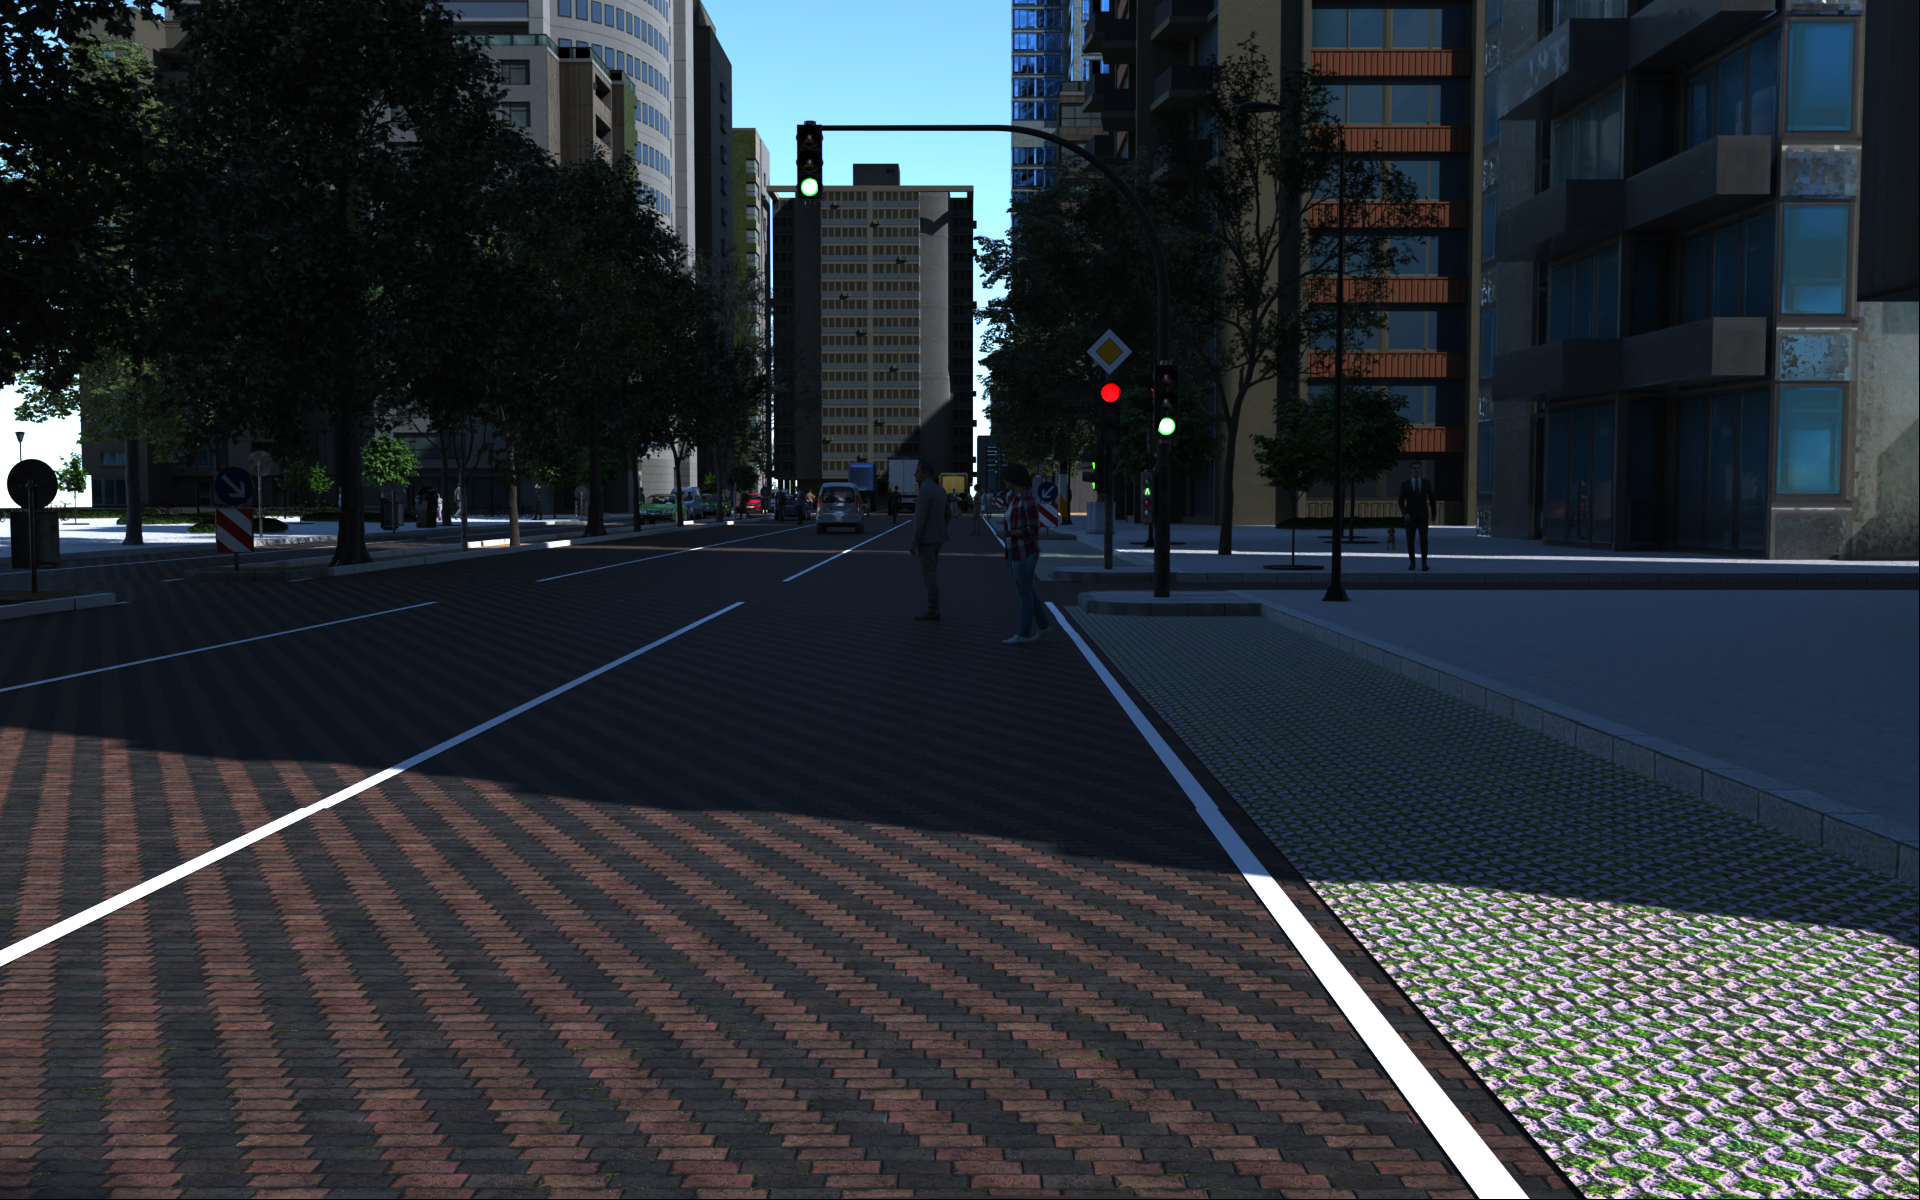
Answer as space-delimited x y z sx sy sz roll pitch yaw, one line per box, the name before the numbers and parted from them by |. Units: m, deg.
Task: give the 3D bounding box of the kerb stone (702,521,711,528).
kerb stone | -10.846 -3.152 73.729 0.120 0.150 1.000 0 4 0

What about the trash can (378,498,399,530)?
trash can | -20.302 -3.056 61.612 0.748 1.137 0.748 0 3 0

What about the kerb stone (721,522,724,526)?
kerb stone | -10.830 -3.404 77.842 0.120 0.150 1.000 0 4 0

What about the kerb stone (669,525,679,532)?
kerb stone | -10.875 -2.649 65.534 0.120 0.150 1.000 0 4 0

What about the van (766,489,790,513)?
van | -14.028 -7.770 134.050 2.013 2.044 4.112 0 4 0

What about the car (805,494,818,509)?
car | -14.667 -9.773 168.821 2.155 1.783 4.494 0 4 0

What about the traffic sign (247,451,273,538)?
traffic sign | -20.374 -3.077 50.418 0.768 2.556 0.104 0 4 4

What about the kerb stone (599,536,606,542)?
kerb stone | -10.909 -1.836 52.217 0.120 0.150 1.000 0 4 0

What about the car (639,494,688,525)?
car | -14.096 -4.308 82.233 2.131 1.459 4.920 0 4 0

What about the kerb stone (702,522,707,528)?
kerb stone | -10.851 -3.089 72.700 0.120 0.150 1.000 0 4 0

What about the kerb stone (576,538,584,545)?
kerb stone | -10.911 -1.648 49.139 0.120 0.150 1.000 0 4 0

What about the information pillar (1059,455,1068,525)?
information pillar | 4.272 -4.917 71.752 0.183 3.616 0.504 3 5 42

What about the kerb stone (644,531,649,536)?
kerb stone | -10.886 -2.272 59.383 0.120 0.150 1.000 0 4 0

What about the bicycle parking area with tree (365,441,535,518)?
bicycle parking area with tree | -27.749 -6.608 95.043 8.231 4.147 9.016 -3 5 -40

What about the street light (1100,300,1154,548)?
street light | 4.054 -4.220 41.546 1.470 5.913 1.316 0 4 0

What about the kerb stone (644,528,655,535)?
kerb stone | -10.883 -2.333 60.406 0.120 0.150 1.000 0 4 0

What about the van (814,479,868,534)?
van | -4.422 -3.497 64.183 2.013 2.044 4.112 0 4 -1

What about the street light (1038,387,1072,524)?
street light | 4.062 -6.145 73.006 1.470 5.913 1.316 0 4 0

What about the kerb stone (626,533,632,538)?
kerb stone | -10.903 -2.087 56.315 0.120 0.150 1.000 0 4 0

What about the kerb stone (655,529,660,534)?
kerb stone | -10.881 -2.395 61.432 0.120 0.150 1.000 0 4 0

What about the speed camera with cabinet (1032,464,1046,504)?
speed camera with cabinet | 4.667 -6.465 100.041 0.660 3.252 2.038 1 4 16

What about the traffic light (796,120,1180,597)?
traffic light | 0.398 -2.857 21.376 4.771 5.953 1.251 0 4 0

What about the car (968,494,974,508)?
car | 0.474 -10.185 175.324 1.959 1.807 4.718 0 4 1

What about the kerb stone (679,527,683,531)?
kerb stone | -10.871 -2.713 66.556 0.120 0.150 1.000 0 4 0

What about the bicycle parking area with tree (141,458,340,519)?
bicycle parking area with tree | -38.092 -6.385 91.391 8.231 4.147 9.016 2 4 26

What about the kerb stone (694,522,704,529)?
kerb stone | -10.850 -3.026 71.677 0.120 0.150 1.000 0 4 0

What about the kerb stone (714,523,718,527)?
kerb stone | -10.839 -3.277 75.778 0.120 0.150 1.000 0 4 0

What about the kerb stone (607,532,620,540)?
kerb stone | -10.895 -1.960 54.262 0.120 0.150 1.000 0 4 0

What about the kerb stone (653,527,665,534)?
kerb stone | -10.876 -2.462 62.454 0.120 0.150 1.000 0 4 0

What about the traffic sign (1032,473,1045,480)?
traffic sign | 4.641 -6.283 102.837 0.768 2.556 0.104 1 4 9

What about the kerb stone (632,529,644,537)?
kerb stone | -10.895 -2.212 58.360 0.120 0.150 1.000 0 4 0

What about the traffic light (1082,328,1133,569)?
traffic light | 2.514 -2.482 29.496 0.839 4.253 0.868 0 4 0

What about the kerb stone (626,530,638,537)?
kerb stone | -10.888 -2.149 57.337 0.120 0.150 1.000 0 4 0

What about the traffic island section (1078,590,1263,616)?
traffic island section | 2.530 0.040 21.625 2.009 0.180 2.903 0 4 0

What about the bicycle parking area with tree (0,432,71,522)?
bicycle parking area with tree | -45.702 -5.645 79.303 8.231 4.147 9.016 0 4 2

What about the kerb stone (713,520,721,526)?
kerb stone | -10.837 -3.340 76.808 0.120 0.150 1.000 0 4 0

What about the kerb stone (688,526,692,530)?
kerb stone | -10.862 -2.839 68.606 0.120 0.150 1.000 0 4 0

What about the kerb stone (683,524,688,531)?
kerb stone | -10.865 -2.768 67.585 0.120 0.150 1.000 0 4 0

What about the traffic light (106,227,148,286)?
traffic light | -16.255 -3.358 29.571 4.771 5.953 1.251 0 4 0

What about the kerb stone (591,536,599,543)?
kerb stone | -10.921 -1.774 51.195 0.120 0.150 1.000 0 4 0

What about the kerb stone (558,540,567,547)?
kerb stone | -10.926 -1.521 47.091 0.120 0.150 1.000 0 4 0

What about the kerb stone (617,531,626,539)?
kerb stone | -10.900 -2.024 55.292 0.120 0.150 1.000 0 4 0

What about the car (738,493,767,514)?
car | -15.274 -7.272 127.944 2.155 1.783 4.494 0 4 -1

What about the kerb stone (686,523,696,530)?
kerb stone | -10.855 -2.901 69.629 0.120 0.150 1.000 0 4 0

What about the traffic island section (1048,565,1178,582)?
traffic island section | 2.554 -0.448 29.610 2.009 0.180 2.903 0 4 0

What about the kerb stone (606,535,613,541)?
kerb stone | -10.909 -1.899 53.240 0.120 0.150 1.000 0 4 0

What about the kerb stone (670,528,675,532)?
kerb stone | -10.872 -2.588 64.511 0.120 0.150 1.000 0 4 0

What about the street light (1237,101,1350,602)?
street light | 3.981 -2.943 20.660 1.470 5.913 1.316 0 4 0

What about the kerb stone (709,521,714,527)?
kerb stone | -10.847 -3.213 74.753 0.120 0.150 1.000 0 4 0

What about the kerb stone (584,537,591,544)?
kerb stone | -10.918 -1.711 50.173 0.120 0.150 1.000 0 4 0

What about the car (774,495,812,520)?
car | -9.204 -5.095 95.309 2.014 1.417 4.499 0 3 0

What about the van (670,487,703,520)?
van | -15.496 -5.515 97.180 2.013 2.044 4.112 0 4 1

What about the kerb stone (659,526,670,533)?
kerb stone | -10.878 -2.525 63.486 0.120 0.150 1.000 0 4 0

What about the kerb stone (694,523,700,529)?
kerb stone | -10.855 -2.960 70.651 0.120 0.150 1.000 0 4 0

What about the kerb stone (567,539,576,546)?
kerb stone | -10.922 -1.585 48.117 0.120 0.150 1.000 0 4 0

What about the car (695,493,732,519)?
car | -14.491 -5.679 101.652 1.959 1.807 4.718 0 4 0

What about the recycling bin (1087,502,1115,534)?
recycling bin | 4.529 -2.636 55.659 0.722 1.027 0.722 -1 4 -18
